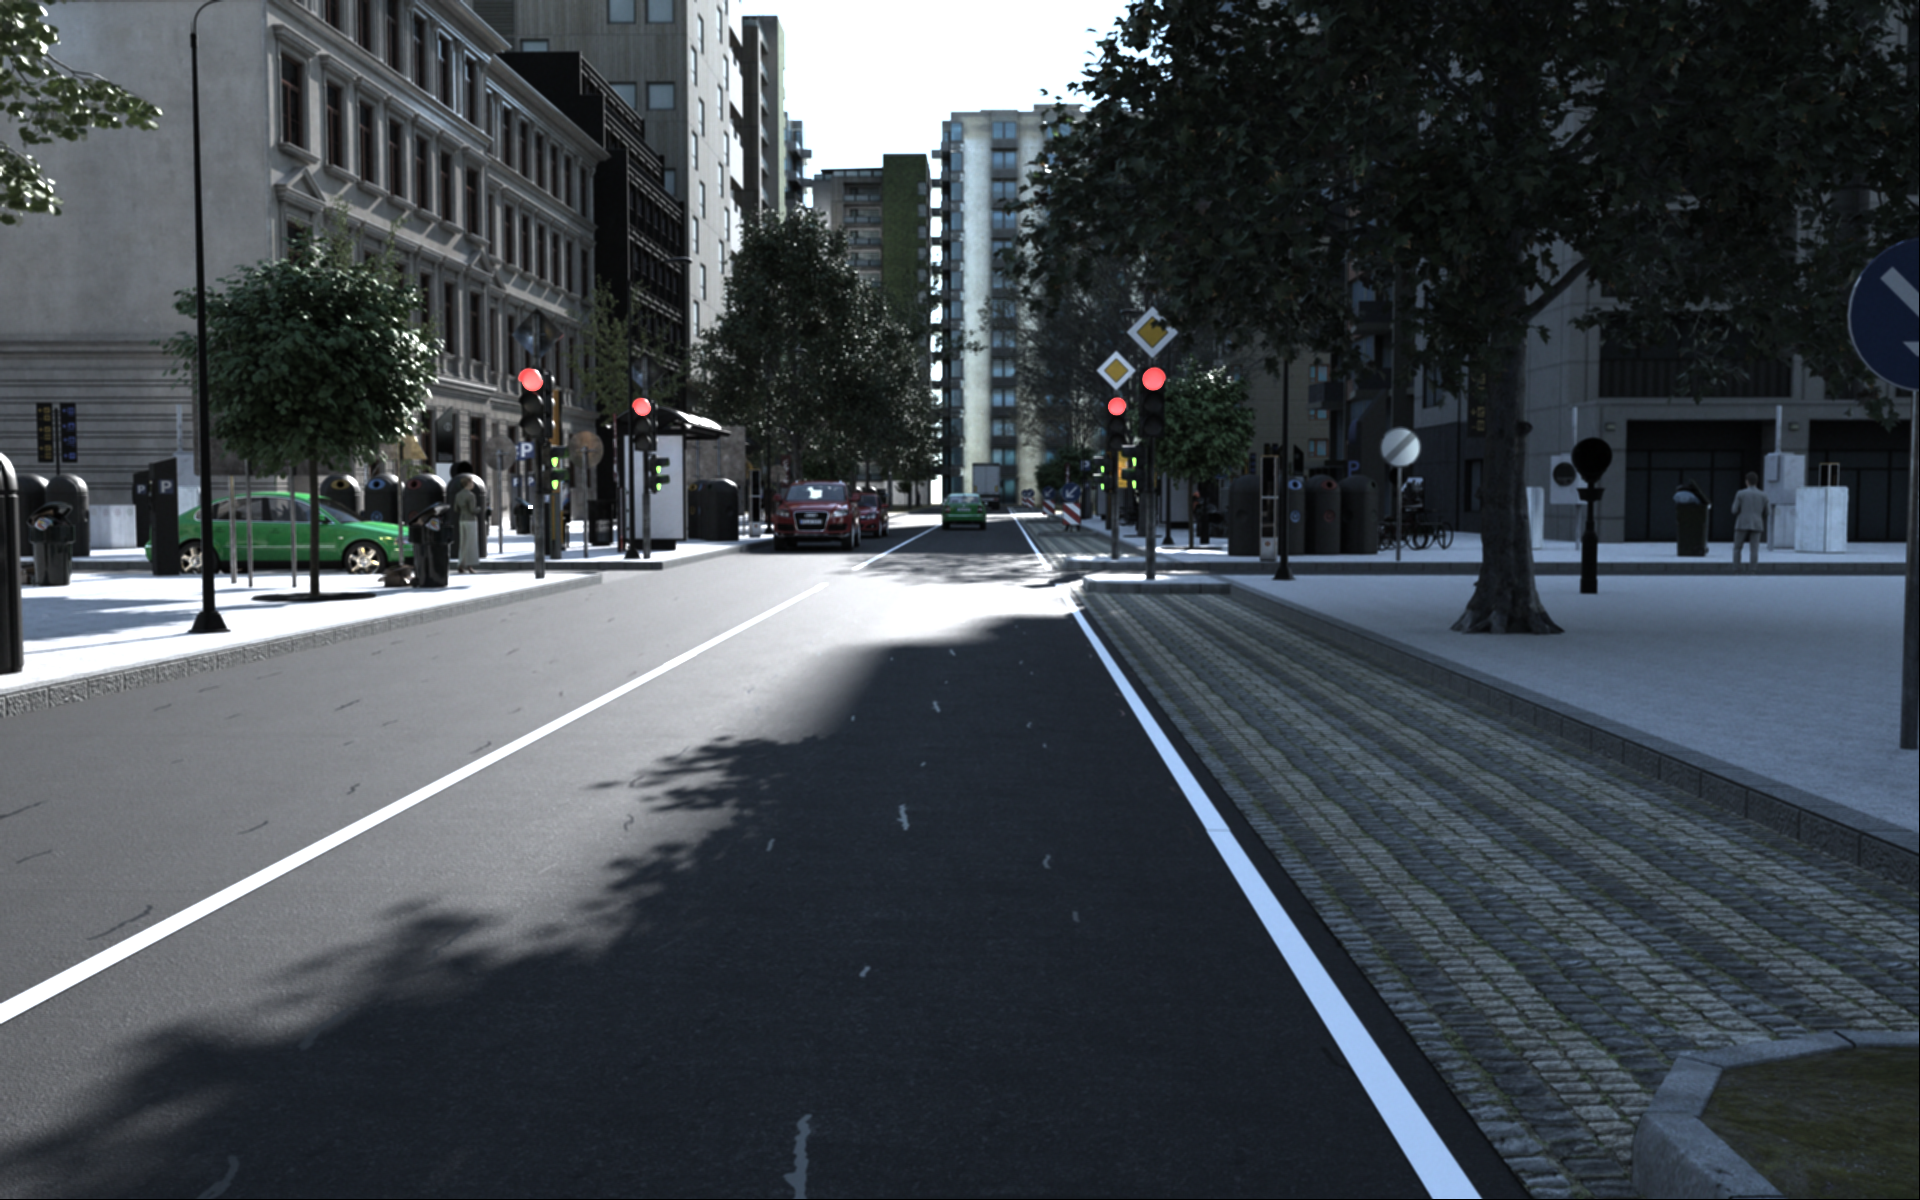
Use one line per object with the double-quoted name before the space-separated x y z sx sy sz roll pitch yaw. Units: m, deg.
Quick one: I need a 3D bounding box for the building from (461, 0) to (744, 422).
"building" -30.322 -32.635 122.815 28.713 52.752 27.495 0 4 1

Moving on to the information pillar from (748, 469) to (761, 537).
"information pillar" -6.079 -2.862 51.288 0.304 2.012 0.304 -1 4 -20

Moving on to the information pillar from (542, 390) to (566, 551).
"information pillar" -9.235 -2.933 39.304 0.504 3.616 0.183 1 4 19

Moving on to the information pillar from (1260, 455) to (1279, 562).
"information pillar" 5.888 -1.742 32.973 0.304 2.012 0.304 1 4 19

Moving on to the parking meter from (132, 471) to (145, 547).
"parking meter" -19.712 -2.205 41.767 0.399 1.863 0.255 -1 4 -11

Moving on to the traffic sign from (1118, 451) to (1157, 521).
"traffic sign" 7.950 -5.252 79.735 2.265 3.308 0.079 1 4 11

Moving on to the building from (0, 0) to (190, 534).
"building" -22.922 -13.399 55.224 11.583 22.565 21.152 0 4 1

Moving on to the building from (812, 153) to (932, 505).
"building" -10.584 -32.240 210.725 14.086 41.232 14.154 0 4 1

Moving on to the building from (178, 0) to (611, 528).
"building" -23.407 -14.691 76.353 11.583 22.565 21.152 0 4 1

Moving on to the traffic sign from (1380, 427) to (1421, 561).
"traffic sign" 8.407 -2.021 33.143 0.768 2.556 0.104 0 4 8

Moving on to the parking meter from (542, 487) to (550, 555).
"parking meter" -8.675 -1.707 36.319 0.372 1.533 0.369 0 3 0

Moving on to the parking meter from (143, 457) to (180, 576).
"parking meter" -12.558 -1.321 27.304 0.399 1.863 0.255 -3 5 -41

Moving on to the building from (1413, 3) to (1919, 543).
"building" 27.040 -37.595 52.935 20.611 71.187 20.563 0 4 1

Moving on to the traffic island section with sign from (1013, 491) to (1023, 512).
"traffic island section with sign" 5.384 -7.778 135.798 1.989 1.847 2.006 0 4 1

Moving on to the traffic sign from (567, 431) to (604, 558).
"traffic sign" -7.537 -2.123 34.817 0.768 2.556 0.104 0 4 7

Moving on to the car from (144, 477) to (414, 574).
"car" -11.137 -1.245 29.150 4.718 1.807 1.959 0 4 0

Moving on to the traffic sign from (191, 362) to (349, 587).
"traffic sign" -9.457 -1.826 23.731 2.265 3.308 0.079 0 4 8

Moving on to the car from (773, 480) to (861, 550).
"car" -3.732 -2.267 45.739 2.281 1.827 5.304 0 4 0

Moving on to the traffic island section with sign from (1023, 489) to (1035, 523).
"traffic island section with sign" 4.253 -4.708 85.610 1.989 1.847 2.006 0 4 1

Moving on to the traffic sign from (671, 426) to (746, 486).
"traffic sign" -7.533 -3.544 51.812 2.265 3.308 0.079 0 4 5

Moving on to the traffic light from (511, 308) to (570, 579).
"traffic light" -6.357 -2.278 26.166 0.839 4.253 0.868 0 4 1

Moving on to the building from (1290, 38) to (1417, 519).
"building" 29.108 -26.279 84.283 22.147 44.769 28.867 0 4 1

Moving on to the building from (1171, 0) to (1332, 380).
"building" 29.900 -37.694 158.300 21.231 58.520 28.212 0 4 1

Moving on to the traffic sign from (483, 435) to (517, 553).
"traffic sign" -9.989 -2.293 37.596 0.768 2.556 0.104 1 4 10

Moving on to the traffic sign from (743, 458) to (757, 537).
"traffic sign" -6.489 -3.110 52.026 0.795 2.450 0.064 0 4 2

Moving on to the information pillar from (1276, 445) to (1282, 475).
"information pillar" 14.225 -5.219 76.678 0.504 3.616 0.183 3 5 42

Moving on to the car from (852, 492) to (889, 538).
"car" -3.412 -2.980 57.767 2.155 1.783 4.494 0 4 2

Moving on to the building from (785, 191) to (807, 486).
"building" -21.811 -24.218 167.666 14.107 30.474 14.160 0 4 1

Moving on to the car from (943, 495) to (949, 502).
"car" -0.565 -9.355 165.308 2.083 1.381 4.827 0 4 0

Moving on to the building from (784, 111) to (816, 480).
"building" -33.007 -36.452 215.604 30.456 49.044 23.786 0 4 1

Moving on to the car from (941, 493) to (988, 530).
"car" 0.185 -3.814 71.152 1.959 1.807 4.718 0 4 1

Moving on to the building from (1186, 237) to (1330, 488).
"building" 32.280 -17.482 130.866 27.650 21.520 28.899 0 4 1

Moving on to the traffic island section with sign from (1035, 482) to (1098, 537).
"traffic island section with sign" 3.637 -3.060 58.662 1.989 1.847 2.006 0 4 1

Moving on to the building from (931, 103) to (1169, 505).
"building" 11.798 -36.426 215.176 30.456 49.044 23.786 0 4 1

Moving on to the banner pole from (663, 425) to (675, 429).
"banner pole" -9.494 -4.011 55.599 0.863 3.779 0.401 2 4 26

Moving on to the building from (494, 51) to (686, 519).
"building" -22.656 -16.242 95.240 12.332 23.373 15.834 0 4 1

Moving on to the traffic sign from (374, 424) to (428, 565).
"traffic sign" -8.635 -1.633 26.707 0.884 2.594 0.081 1 4 9

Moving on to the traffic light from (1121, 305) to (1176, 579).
"traffic light" 2.852 -2.266 25.974 0.839 4.253 0.868 0 4 1

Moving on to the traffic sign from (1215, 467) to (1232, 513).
"traffic sign" 8.705 -3.539 57.971 0.768 2.556 0.104 0 4 5

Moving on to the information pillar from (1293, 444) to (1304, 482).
"information pillar" 15.879 -5.506 81.371 0.504 3.616 0.183 -1 4 -12

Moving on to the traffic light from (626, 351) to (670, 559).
"traffic light" -6.177 -2.766 34.149 0.839 4.253 0.868 0 4 1

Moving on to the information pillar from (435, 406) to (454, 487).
"information pillar" -13.709 -3.352 46.160 0.504 3.616 0.183 -3 5 -44

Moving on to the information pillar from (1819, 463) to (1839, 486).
"information pillar" 20.617 -2.241 41.131 0.304 2.012 0.304 -1 4 -20

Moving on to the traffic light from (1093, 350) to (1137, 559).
"traffic light" 3.033 -2.754 33.957 0.839 4.253 0.868 0 4 1

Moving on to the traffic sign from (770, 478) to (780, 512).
"traffic sign" -8.739 -5.031 82.253 0.884 2.594 0.081 0 4 6

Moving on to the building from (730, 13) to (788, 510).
"building" -22.212 -28.143 143.740 14.154 41.232 14.086 0 4 1

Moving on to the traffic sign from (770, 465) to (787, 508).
"traffic sign" -7.894 -4.584 75.054 0.768 2.556 0.104 0 4 6

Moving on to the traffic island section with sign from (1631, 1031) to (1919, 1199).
"traffic island section with sign" 2.374 0.339 3.086 1.989 1.847 2.006 0 4 1
